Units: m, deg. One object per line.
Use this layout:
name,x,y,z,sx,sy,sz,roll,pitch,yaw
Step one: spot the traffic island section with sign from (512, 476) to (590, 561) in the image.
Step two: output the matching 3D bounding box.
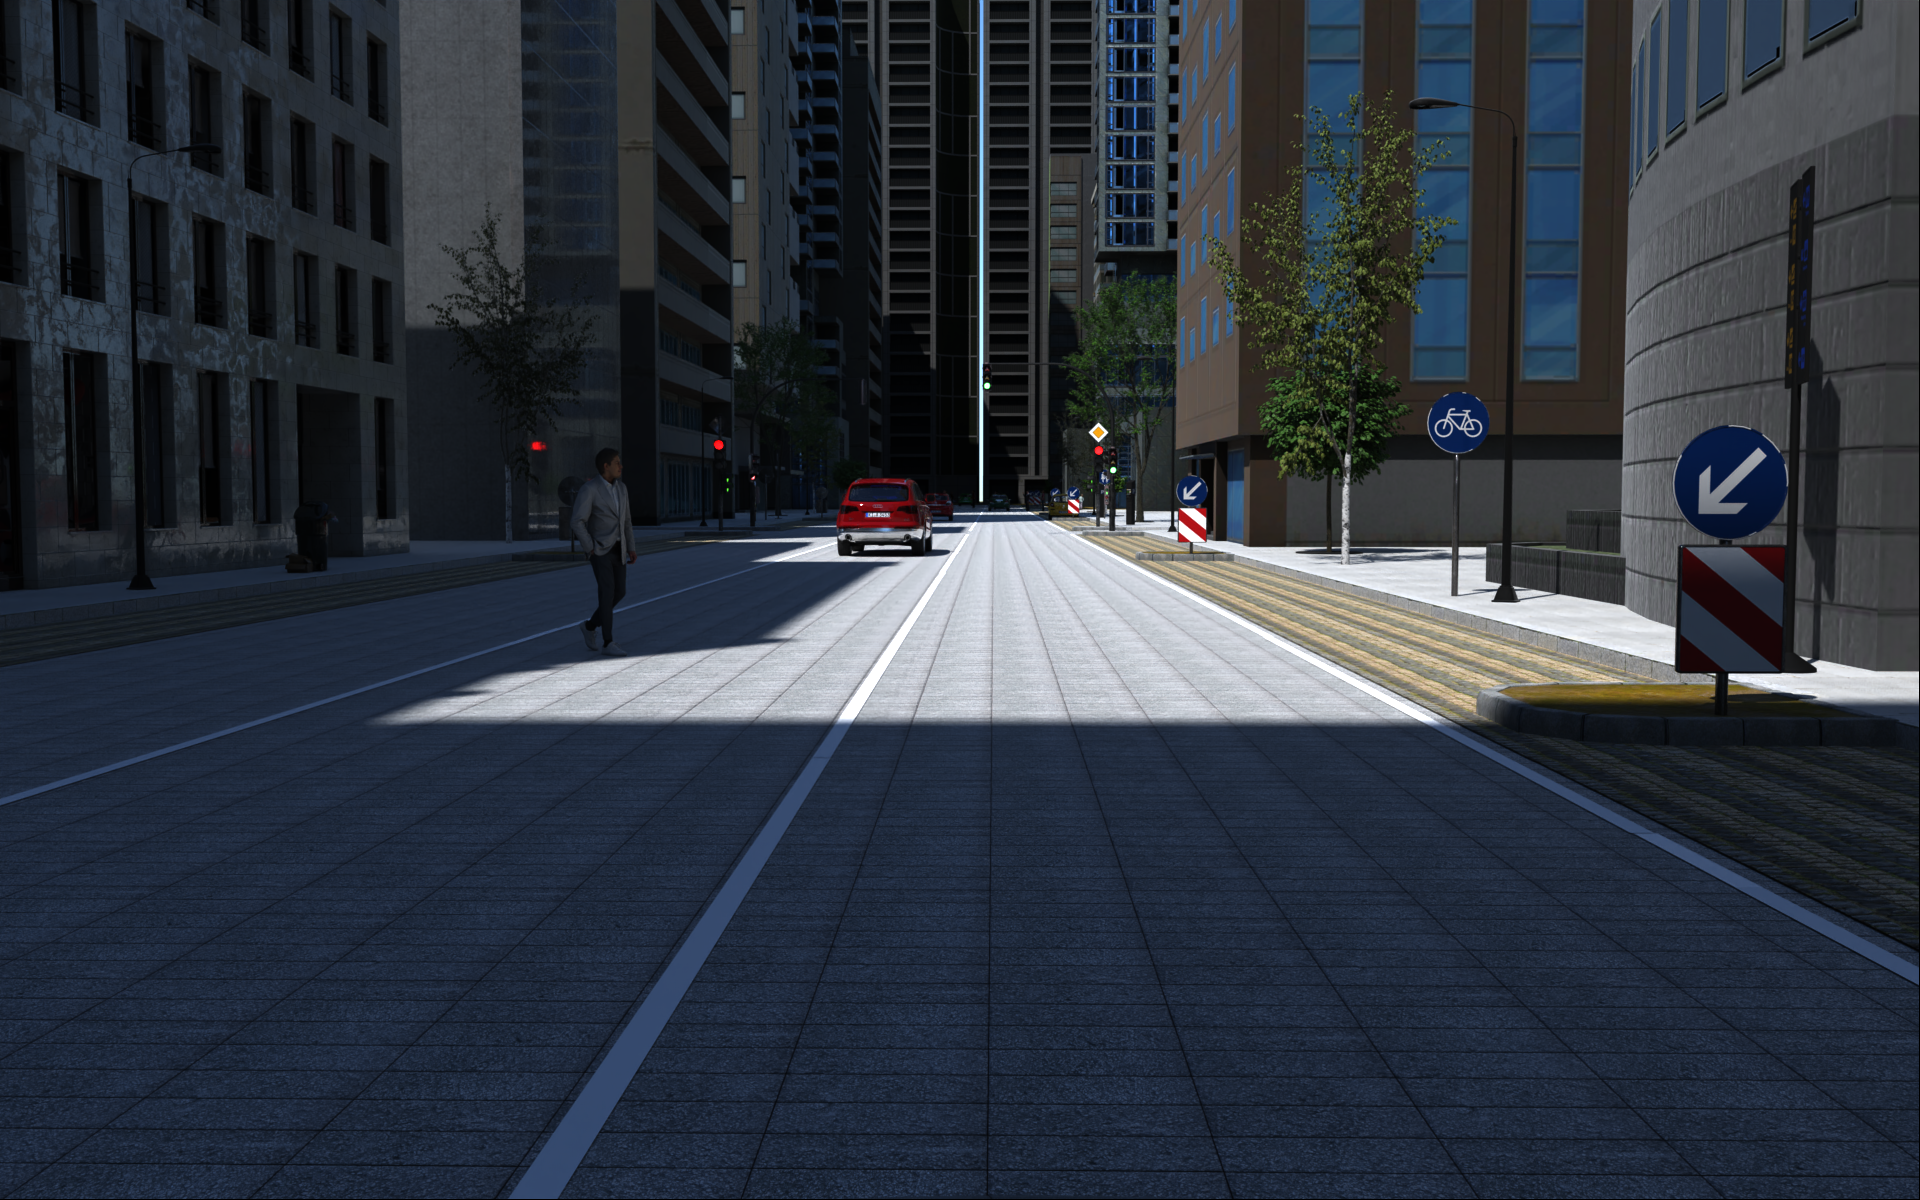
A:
traffic island section with sign,-8.467,-1.768,37.529,1.989,1.847,2.006,0,4,1

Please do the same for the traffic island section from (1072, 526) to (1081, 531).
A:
traffic island section,5.444,-2.799,68.050,2.009,0.180,2.903,0,4,1

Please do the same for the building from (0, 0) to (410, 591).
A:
building,-17.434,-10.665,29.127,10.420,20.320,16.860,0,4,1

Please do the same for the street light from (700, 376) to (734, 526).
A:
street light,-9.627,-5.868,68.475,1.470,5.913,1.316,0,4,1

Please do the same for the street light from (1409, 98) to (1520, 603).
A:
street light,5.959,-2.931,20.460,1.470,5.913,1.316,0,4,1

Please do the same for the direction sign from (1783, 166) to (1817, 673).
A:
direction sign,6.007,-1.251,12.456,0.379,3.537,0.876,1,4,17

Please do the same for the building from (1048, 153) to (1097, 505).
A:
building,17.728,-32.231,210.566,14.154,41.232,14.086,0,4,1

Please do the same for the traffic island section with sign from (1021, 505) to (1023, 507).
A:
traffic island section with sign,7.991,-11.534,197.205,1.989,1.847,2.006,0,4,1

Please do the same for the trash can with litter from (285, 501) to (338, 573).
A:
trash can with litter,-10.704,-1.049,28.537,0.624,1.170,1.055,0,4,-2

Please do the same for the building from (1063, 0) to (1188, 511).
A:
building,21.575,-51.987,162.651,22.319,86.520,31.000,0,4,1

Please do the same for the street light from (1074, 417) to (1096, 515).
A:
street light,7.605,-8.103,105.020,1.470,5.913,1.316,0,4,1

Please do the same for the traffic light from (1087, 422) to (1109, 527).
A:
traffic light,5.404,-4.833,67.937,0.839,4.253,0.868,0,4,1

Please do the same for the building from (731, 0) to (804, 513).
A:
building,-26.250,-32.800,125.526,28.713,52.752,27.495,0,4,1

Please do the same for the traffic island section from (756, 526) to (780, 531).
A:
traffic island section,-8.195,-2.816,68.322,2.009,0.180,2.903,0,4,1

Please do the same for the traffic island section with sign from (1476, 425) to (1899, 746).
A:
traffic island section with sign,4.333,-0.129,10.732,1.989,1.847,2.006,0,4,1

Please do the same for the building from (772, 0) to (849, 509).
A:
building,-20.943,-51.658,157.271,22.319,86.520,31.000,0,4,1

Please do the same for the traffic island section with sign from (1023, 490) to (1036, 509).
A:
traffic island section with sign,7.460,-9.885,170.255,1.989,1.847,2.006,0,4,1

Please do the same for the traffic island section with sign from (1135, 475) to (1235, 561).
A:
traffic island section with sign,4.853,-1.777,37.683,1.989,1.847,2.006,0,4,1

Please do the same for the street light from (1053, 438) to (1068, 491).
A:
street light,8.362,-10.420,142.908,1.470,5.913,1.316,0,4,1

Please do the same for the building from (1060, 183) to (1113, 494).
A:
building,27.425,-30.552,191.400,32.217,40.220,23.993,0,4,1

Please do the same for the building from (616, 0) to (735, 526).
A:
building,-22.587,-27.822,78.597,21.300,48.544,21.600,0,4,1

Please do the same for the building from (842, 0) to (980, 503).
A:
building,-7.664,-48.835,236.702,20.611,71.187,20.563,0,4,1

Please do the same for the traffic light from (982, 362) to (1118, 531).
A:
traffic light,3.154,-5.210,59.853,4.771,5.953,1.251,0,4,1

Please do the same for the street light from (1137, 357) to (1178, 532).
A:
street light,6.682,-5.269,58.696,1.470,5.913,1.316,0,4,1

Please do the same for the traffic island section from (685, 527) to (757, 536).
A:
traffic island section,-8.351,-2.328,60.339,2.009,0.180,2.903,0,4,1

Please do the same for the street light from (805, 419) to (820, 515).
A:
street light,-8.850,-8.185,106.363,1.470,5.913,1.316,0,4,1

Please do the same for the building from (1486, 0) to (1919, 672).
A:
building,17.149,-28.779,12.529,21.231,58.520,28.212,0,4,1

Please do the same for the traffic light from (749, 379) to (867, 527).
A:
traffic light,-6.062,-5.719,68.181,4.771,5.953,1.251,0,4,1

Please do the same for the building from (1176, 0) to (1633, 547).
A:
building,13.679,-24.280,47.083,14.600,45.320,14.200,0,4,1

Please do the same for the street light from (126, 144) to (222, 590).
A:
street light,-10.485,-3.094,23.129,1.470,5.913,1.316,0,4,1

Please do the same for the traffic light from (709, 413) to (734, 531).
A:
traffic light,-8.312,-4.360,60.203,0.839,4.253,0.868,0,4,1

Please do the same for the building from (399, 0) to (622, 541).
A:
building,-21.631,-14.364,52.881,19.932,24.808,12.078,0,4,1

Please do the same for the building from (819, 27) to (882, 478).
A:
building,-19.655,-34.335,185.077,21.300,48.544,21.600,0,4,1

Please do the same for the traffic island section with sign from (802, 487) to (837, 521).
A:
traffic island section with sign,-7.379,-5.155,92.914,1.989,1.847,2.006,0,4,1

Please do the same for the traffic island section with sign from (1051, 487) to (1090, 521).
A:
traffic island section with sign,5.934,-5.144,92.732,1.989,1.847,2.006,0,4,1

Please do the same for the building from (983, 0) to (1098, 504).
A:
building,13.522,-48.826,236.561,20.611,71.187,20.563,0,4,1

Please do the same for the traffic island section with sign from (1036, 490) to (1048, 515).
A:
traffic island section with sign,6.480,-6.820,120.130,1.989,1.847,2.006,0,4,1
